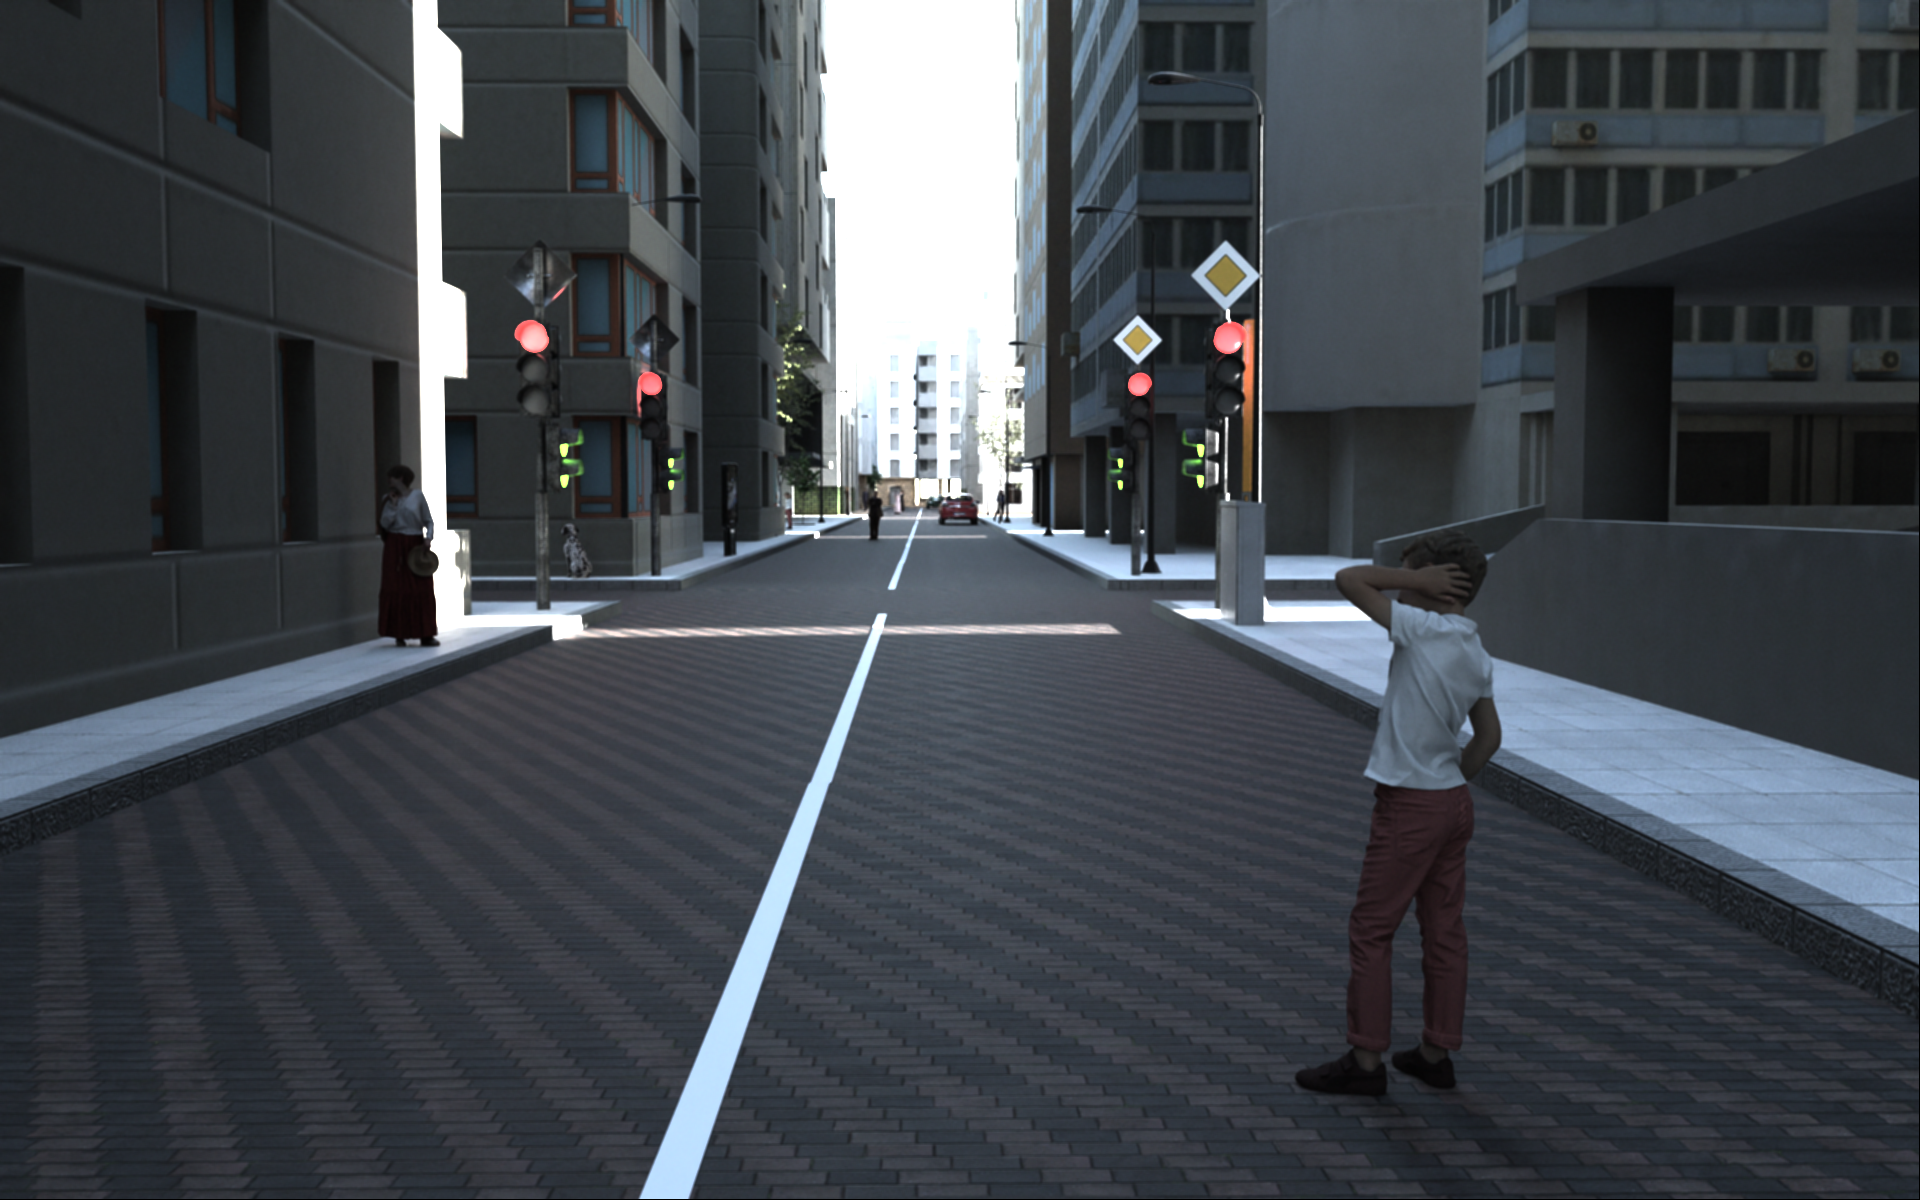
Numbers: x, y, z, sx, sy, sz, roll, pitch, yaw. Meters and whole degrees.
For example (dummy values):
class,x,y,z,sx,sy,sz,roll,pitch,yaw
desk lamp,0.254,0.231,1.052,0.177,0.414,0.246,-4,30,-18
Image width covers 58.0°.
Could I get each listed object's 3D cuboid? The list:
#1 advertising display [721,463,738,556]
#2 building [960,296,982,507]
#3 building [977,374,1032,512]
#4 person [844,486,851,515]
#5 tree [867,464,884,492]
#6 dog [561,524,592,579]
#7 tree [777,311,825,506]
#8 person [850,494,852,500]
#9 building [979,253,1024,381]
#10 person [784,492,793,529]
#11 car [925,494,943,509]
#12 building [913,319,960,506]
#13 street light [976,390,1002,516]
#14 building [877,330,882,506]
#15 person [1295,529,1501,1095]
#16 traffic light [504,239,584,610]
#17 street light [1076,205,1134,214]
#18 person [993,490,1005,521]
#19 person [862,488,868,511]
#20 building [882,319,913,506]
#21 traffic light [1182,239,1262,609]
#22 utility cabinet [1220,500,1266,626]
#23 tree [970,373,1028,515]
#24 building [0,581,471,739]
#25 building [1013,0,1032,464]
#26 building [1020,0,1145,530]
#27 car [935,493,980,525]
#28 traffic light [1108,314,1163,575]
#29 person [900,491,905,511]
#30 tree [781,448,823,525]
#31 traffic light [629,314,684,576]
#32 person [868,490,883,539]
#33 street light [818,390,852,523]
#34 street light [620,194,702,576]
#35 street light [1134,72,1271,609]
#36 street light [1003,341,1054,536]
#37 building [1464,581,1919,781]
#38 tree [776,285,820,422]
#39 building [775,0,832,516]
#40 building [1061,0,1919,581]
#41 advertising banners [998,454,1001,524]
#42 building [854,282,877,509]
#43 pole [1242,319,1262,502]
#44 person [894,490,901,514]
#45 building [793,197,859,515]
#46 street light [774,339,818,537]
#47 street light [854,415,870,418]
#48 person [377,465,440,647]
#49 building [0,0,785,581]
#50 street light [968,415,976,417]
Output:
class,x,y,z,sx,sy,sz,roll,pitch,yaw
advertising display,-4.794,-1.887,36.073,0.123,1.923,0.974,0,4,5
building,8.668,-18.152,163.236,16.747,18.905,31.486,0,4,-1
building,6.104,-10.987,121.780,9.099,9.664,28.070,0,4,-1
person,-6.818,-6.102,106.338,0.721,1.766,1.217,0,4,0
tree,-8.746,-10.812,160.497,4.285,4.588,4.351,0,3,0
dog,-5.895,-0.739,26.461,0.513,0.831,0.800,0,4,-4
tree,-6.975,-7.050,65.622,4.360,8.622,3.978,0,3,0
person,-6.882,-6.192,108.009,0.721,1.735,1.217,-1,4,-12
building,9.607,-17.456,141.820,16.016,20.091,11.380,0,4,-1
person,-6.253,-3.260,63.250,0.435,1.345,0.340,3,5,40
car,-2.342,-9.605,168.836,2.131,1.459,4.920,0,4,-2
building,0.757,-20.656,194.153,11.380,20.091,16.016,0,4,-1
street light,1.582,-6.426,77.602,1.470,5.913,1.316,0,4,-1
building,-13.892,-19.224,170.727,11.380,20.091,16.016,0,4,-1
person,1.070,0.502,4.207,0.340,1.345,0.435,3,5,43
traffic light,-4.607,-1.847,19.119,0.839,4.253,0.868,0,4,-1
street light,2.568,-3.392,28.005,1.470,5.913,1.316,0,4,-1
person,1.896,-4.436,81.258,0.574,1.496,0.600,-1,4,-15
person,-7.208,-7.628,131.672,0.541,1.710,0.530,-3,5,-41
building,-10.623,-20.651,194.056,11.380,20.091,16.016,0,4,-1
traffic light,2.912,-1.857,19.277,0.839,4.253,0.868,0,4,-1
utility cabinet,2.833,-0.379,17.359,0.306,1.237,1.020,0,4,0
tree,2.539,-9.476,105.295,4.360,8.622,3.978,0,3,0
building,-19.396,-9.707,3.753,28.899,21.520,27.650,0,4,-1
building,16.731,-30.482,87.619,28.713,52.752,27.495,0,4,-1
building,9.794,-25.492,66.902,14.600,45.320,14.200,0,4,-1
car,-0.102,-4.507,82.731,2.155,1.783,4.494,0,4,-2
traffic light,2.760,-2.345,27.261,0.839,4.253,0.868,0,4,-1
person,-4.833,-8.224,143.764,0.445,1.727,0.742,0,4,-5
tree,-6.419,-4.733,71.979,1.663,3.219,1.824,0,3,0
traffic light,-4.759,-2.335,27.102,0.839,4.253,0.868,0,4,-1
person,-2.658,-2.686,54.688,0.482,1.546,0.388,0,4,-3
street light,-5.659,-6.410,77.351,1.470,5.913,1.316,0,4,-1
street light,-4.706,-3.330,26.994,1.470,5.913,1.316,0,4,-1
street light,2.771,-2.858,19.262,1.470,5.913,1.316,0,4,-1
street light,2.165,-4.907,52.778,1.470,5.913,1.316,0,4,-1
building,20.401,-19.262,6.818,32.217,40.220,23.993,0,4,-1
tree,-6.873,-6.619,58.590,4.737,8.622,4.395,0,3,0
building,-20.548,-30.365,85.699,28.713,52.752,27.495,0,4,-1
building,15.082,-21.395,41.690,23.993,40.220,32.217,0,4,-1
advertising banners,1.739,-4.858,75.610,0.090,3.025,2.074,0,4,3
building,-15.699,-18.082,152.065,16.016,20.091,11.380,0,4,-1
pole,3.424,-1.620,20.335,0.158,3.312,0.155,0,3,0
person,-4.520,-7.034,124.175,0.621,1.740,0.551,-1,4,-19
building,-15.984,-15.438,118.874,16.747,18.905,31.486,0,4,-1
street light,-5.137,-4.861,52.018,1.470,5.913,1.316,0,4,-1
street light,-5.995,-7.926,102.126,1.470,5.913,1.316,0,4,-1
person,-4.640,-0.371,14.579,0.523,1.526,0.387,0,4,-6
building,-19.175,-11.950,40.426,27.650,21.520,28.899,0,4,-1
street light,1.168,-7.941,102.375,1.470,5.913,1.316,0,4,-1
